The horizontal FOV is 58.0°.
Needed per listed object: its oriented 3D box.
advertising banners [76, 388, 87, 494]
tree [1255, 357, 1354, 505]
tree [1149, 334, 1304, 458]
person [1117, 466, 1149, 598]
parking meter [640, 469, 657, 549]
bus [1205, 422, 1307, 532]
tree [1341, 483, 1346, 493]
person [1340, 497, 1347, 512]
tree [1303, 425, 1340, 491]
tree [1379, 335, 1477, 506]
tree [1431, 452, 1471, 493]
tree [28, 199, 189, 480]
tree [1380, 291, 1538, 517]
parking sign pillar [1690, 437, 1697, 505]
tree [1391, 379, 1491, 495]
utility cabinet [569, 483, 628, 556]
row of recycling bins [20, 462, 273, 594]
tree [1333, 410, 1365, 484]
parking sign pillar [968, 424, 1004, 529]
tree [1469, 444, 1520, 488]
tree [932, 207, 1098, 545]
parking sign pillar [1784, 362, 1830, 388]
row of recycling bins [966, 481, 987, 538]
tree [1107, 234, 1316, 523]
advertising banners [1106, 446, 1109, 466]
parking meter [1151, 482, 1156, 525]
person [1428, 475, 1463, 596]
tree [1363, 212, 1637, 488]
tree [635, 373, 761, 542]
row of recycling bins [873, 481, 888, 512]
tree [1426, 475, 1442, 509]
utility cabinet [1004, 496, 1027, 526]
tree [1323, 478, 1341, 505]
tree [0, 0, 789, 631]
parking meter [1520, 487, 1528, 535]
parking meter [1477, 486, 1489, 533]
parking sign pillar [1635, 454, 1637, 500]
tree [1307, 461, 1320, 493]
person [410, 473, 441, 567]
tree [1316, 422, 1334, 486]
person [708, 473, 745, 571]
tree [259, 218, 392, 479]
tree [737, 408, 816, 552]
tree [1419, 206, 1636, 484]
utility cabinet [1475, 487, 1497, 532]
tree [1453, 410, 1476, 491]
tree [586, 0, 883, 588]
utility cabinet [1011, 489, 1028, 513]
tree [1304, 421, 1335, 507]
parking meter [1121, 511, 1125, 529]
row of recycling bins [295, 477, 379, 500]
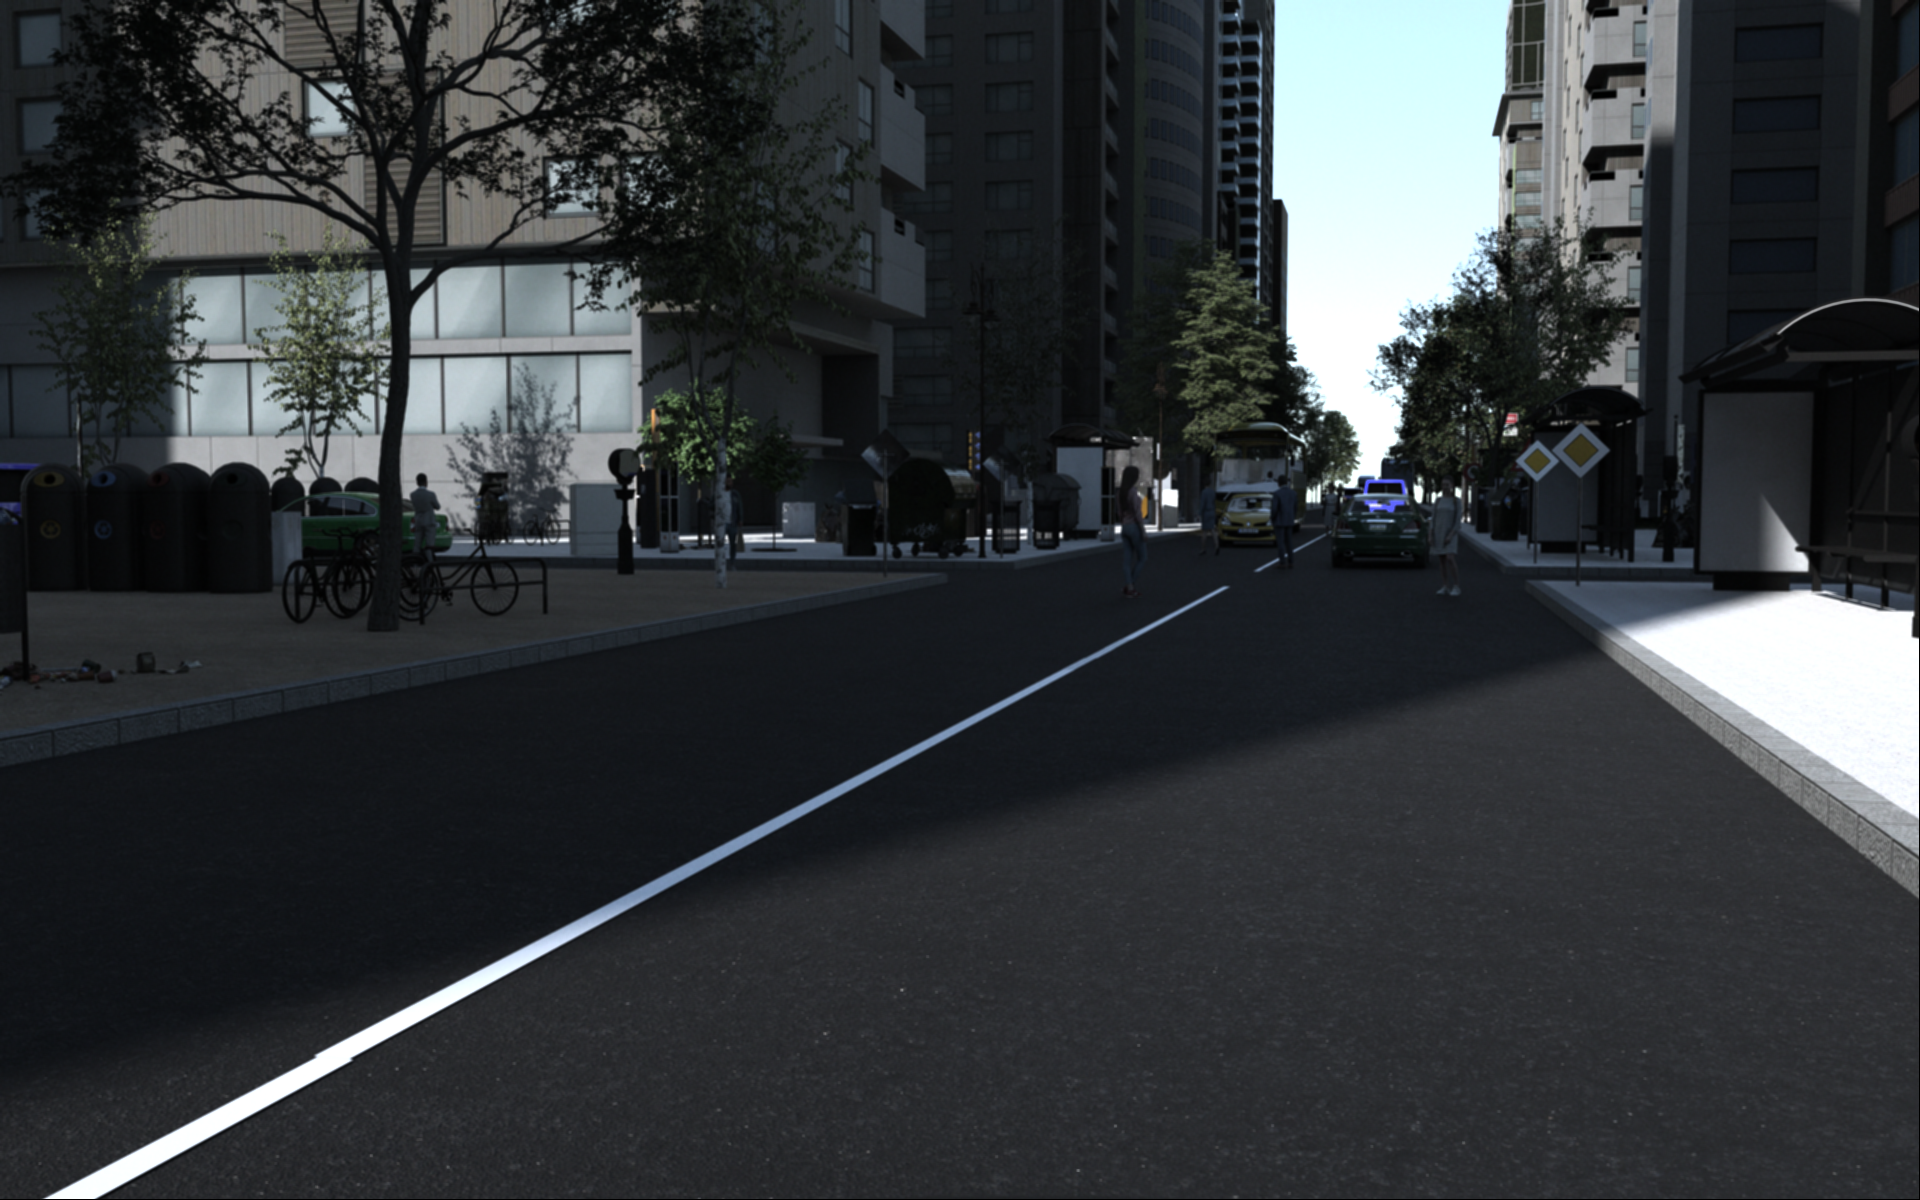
[{"bbox_3d":[-14.996,-2.042,29.568,0.090,3.025,2.074,-2,4,-25],"label":"advertising banners"},{"bbox_3d":[23.700,-12.415,128.747,9.928,11.665,9.643,0,3,0],"label":"tree"},{"bbox_3d":[14.527,-9.707,93.115,8.767,10.594,7.601,-1,4,-21],"label":"tree"},{"bbox_3d":[2.407,-0.947,23.991,0.388,1.821,0.555,-3,5,-39],"label":"person"},{"bbox_3d":[-7.365,-2.151,40.874,0.255,1.863,0.399,-3,5,-39],"label":"parking meter"},{"bbox_3d":[10.985,-4.356,62.773,2.896,3.916,12.252,1,4,14],"label":"bus"},{"bbox_3d":[55.274,-15.747,252.067,1.663,3.219,1.824,0,3,0],"label":"tree"},{"bbox_3d":[15.940,-3.620,71.937,0.306,1.304,0.590,0,4,-2],"label":"person"},{"bbox_3d":[37.595,-14.151,181.731,4.737,8.622,4.395,0,3,0],"label":"tree"},{"bbox_3d":[52.507,-20.300,187.799,12.611,20.169,13.585,0,3,0],"label":"tree"},{"bbox_3d":[30.805,-7.568,107.450,4.285,4.588,4.351,0,3,0],"label":"tree"},{"bbox_3d":[-20.676,-5.627,42.357,4.737,8.622,4.395,0,3,0],"label":"tree"},{"bbox_3d":[28.251,-10.960,96.212,9.611,12.733,9.660,0,3,0],"label":"tree"},{"bbox_3d":[25.068,-4.270,58.289,1.447,3.967,1.447,0,4,-1],"label":"parking sign pillar"},{"bbox_3d":[45.706,-15.485,163.547,12.009,13.543,11.850,0,3,0],"label":"tree"},{"bbox_3d":[-7.503,-1.670,35.988,1.173,1.500,0.318,-3,4,-37],"label":"utility cabinet"},{"bbox_3d":[-10.755,-0.967,22.923,3.534,1.692,1.069,1,4,10],"label":"row of recycling bins"},{"bbox_3d":[50.595,-19.250,232.857,7.486,12.596,7.792,0,3,0],"label":"tree"},{"bbox_3d":[0.982,-4.672,64.854,1.447,3.967,1.447,-1,4,-20],"label":"parking sign pillar"},{"bbox_3d":[20.035,-4.346,65.659,1.663,3.219,1.824,0,3,0],"label":"tree"},{"bbox_3d":[1.555,-5.709,43.700,4.360,8.622,3.978,0,3,0],"label":"tree"},{"bbox_3d":[15.957,-2.738,33.240,1.447,3.967,1.447,2,4,35],"label":"parking sign pillar"},{"bbox_3d":[0.152,-2.749,52.063,1.069,1.692,3.534,1,4,9],"label":"row of recycling bins"},{"bbox_3d":[10.521,-9.659,76.059,7.486,12.596,7.792,0,3,0],"label":"tree"},{"bbox_3d":[4.612,-3.908,60.079,0.090,3.025,2.074,3,4,37],"label":"advertising banners"},{"bbox_3d":[8.078,-4.006,71.204,0.255,1.863,0.399,-2,4,-32],"label":"parking meter"},{"bbox_3d":[6.942,-0.928,24.680,0.512,1.701,0.522,3,5,41],"label":"person"},{"bbox_3d":[17.889,-7.577,58.295,8.767,10.594,7.601,0,4,4],"label":"tree"},{"bbox_3d":[-7.053,-3.862,46.864,4.285,4.588,4.351,0,3,0],"label":"tree"},{"bbox_3d":[-2.322,-2.840,53.551,1.069,1.692,3.534,-3,5,-40],"label":"row of recycling bins"},{"bbox_3d":[40.656,-9.378,147.927,1.663,3.219,1.824,0,3,0],"label":"tree"},{"bbox_3d":[2.170,-3.553,69.256,1.020,1.237,0.306,-1,4,-13],"label":"utility cabinet"},{"bbox_3d":[44.785,-13.158,209.733,1.663,3.219,1.824,0,3,0],"label":"tree"},{"bbox_3d":[-5.073,-4.987,15.955,7.601,10.594,8.767,0,4,-4],"label":"tree"},{"bbox_3d":[17.794,-2.811,54.376,0.372,1.533,0.369,0,3,0],"label":"parking meter"},{"bbox_3d":[17.240,-2.977,57.084,0.372,1.533,0.369,0,3,0],"label":"parking meter"},{"bbox_3d":[30.915,-5.654,80.910,1.447,3.967,1.447,-3,5,-40],"label":"parking sign pillar"},{"bbox_3d":[28.352,-9.868,145.052,4.285,4.588,4.351,0,3,0],"label":"tree"},{"bbox_3d":[-9.497,-1.353,30.803,0.511,1.800,0.466,0,4,0],"label":"person"},{"bbox_3d":[17.302,-11.323,103.257,7.486,12.596,7.792,0,3,0],"label":"tree"},{"bbox_3d":[-4.255,-1.437,31.981,0.794,1.824,0.713,0,4,1],"label":"person"},{"bbox_3d":[-17.135,-5.883,46.552,4.737,8.622,4.395,0,3,0],"label":"tree"},{"bbox_3d":[-4.048,-2.708,38.871,1.663,3.219,1.824,0,3,0],"label":"tree"},{"bbox_3d":[15.165,-5.757,44.497,4.737,8.622,4.395,0,3,0],"label":"tree"},{"bbox_3d":[17.665,-3.014,57.956,0.318,1.500,1.173,-1,4,-12],"label":"utility cabinet"},{"bbox_3d":[38.917,-11.328,135.573,4.360,8.622,3.978,0,3,0],"label":"tree"},{"bbox_3d":[-3.213,-4.487,23.731,4.737,8.622,4.395,0,3,0],"label":"tree"},{"bbox_3d":[2.990,-4.467,81.722,1.173,1.500,0.318,-2,4,-35],"label":"utility cabinet"},{"bbox_3d":[35.741,-13.695,174.270,4.360,8.622,3.978,0,3,0],"label":"tree"},{"bbox_3d":[6.039,-3.322,62.729,0.372,1.533,0.369,0,3,0],"label":"parking meter"},{"bbox_3d":[-15.888,-2.147,42.214,3.534,1.692,1.069,-3,4,-36],"label":"row of recycling bins"}]
